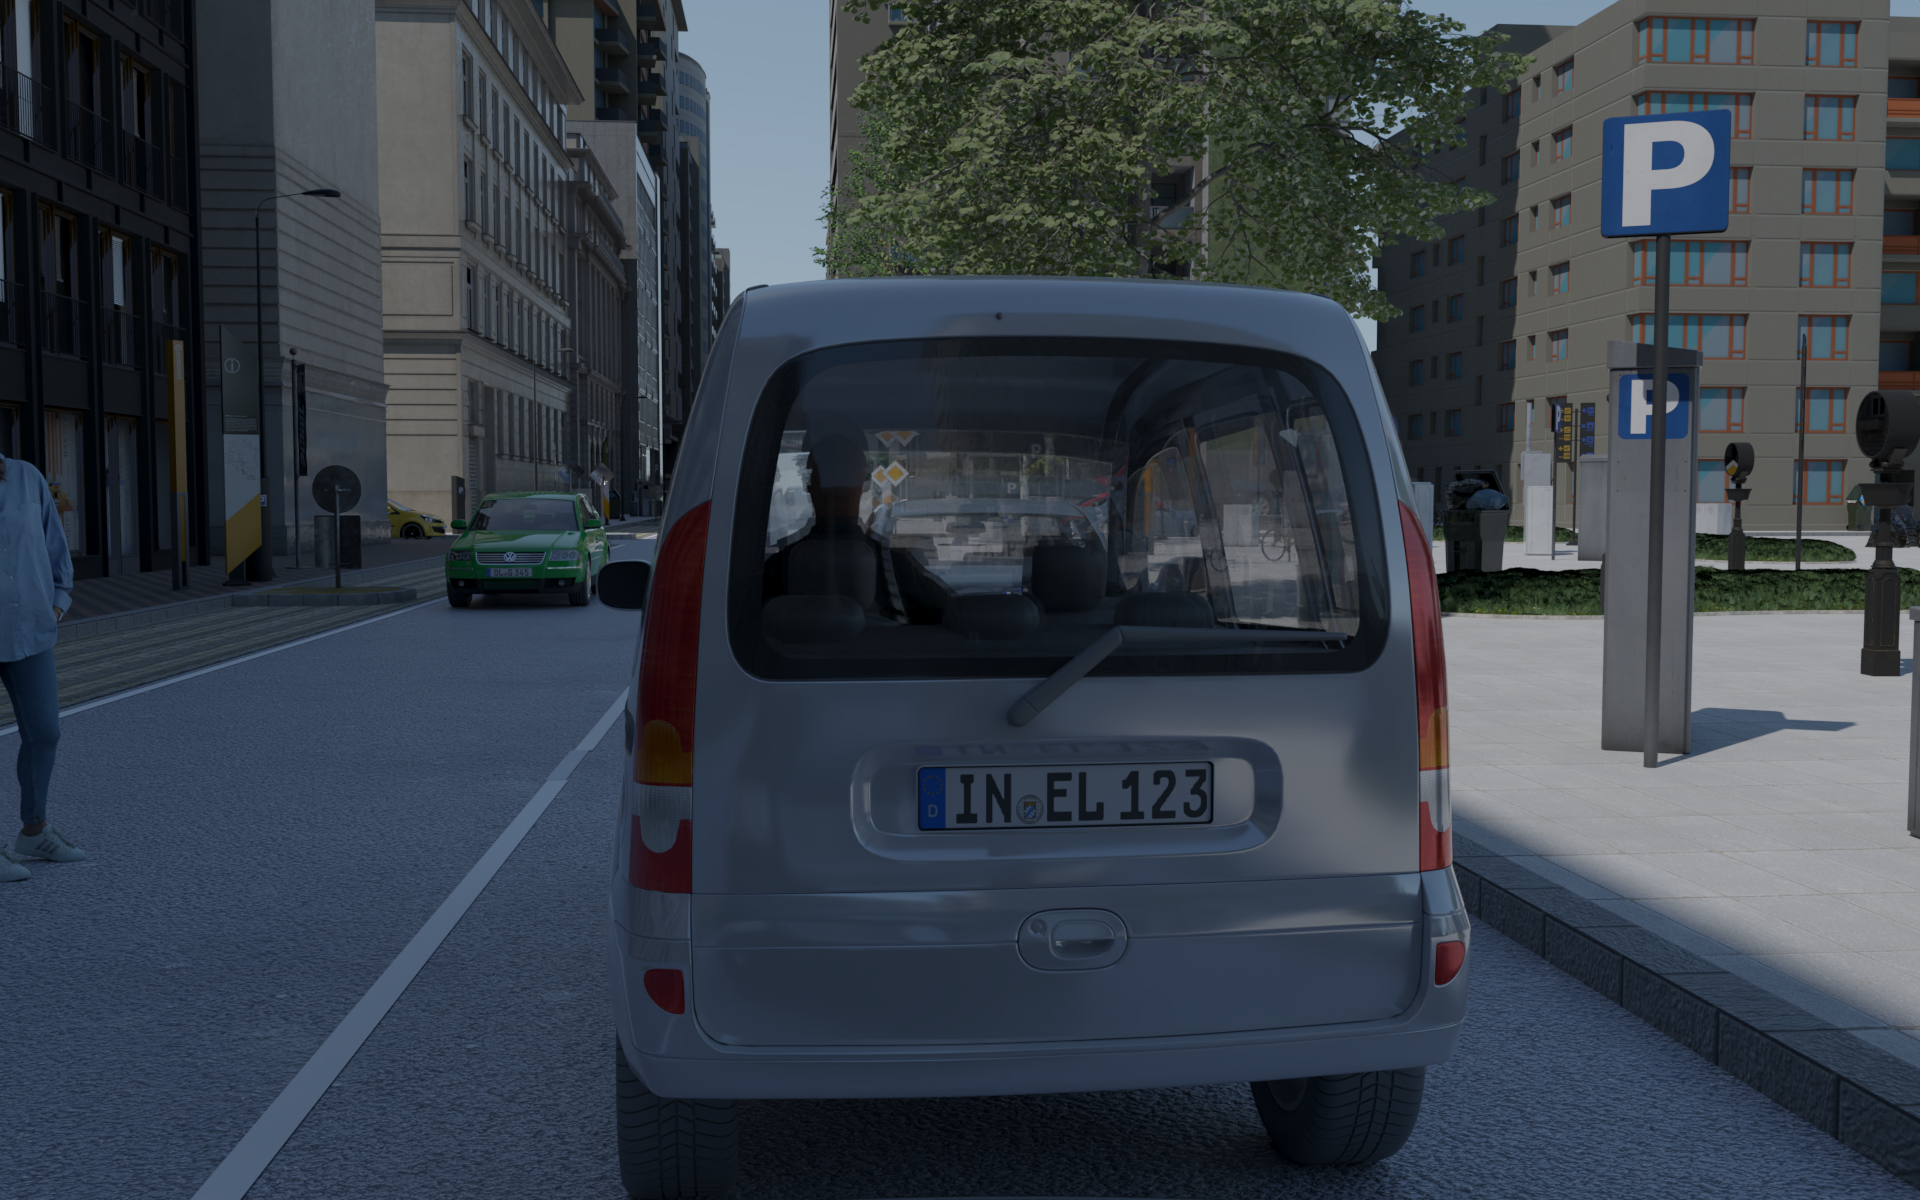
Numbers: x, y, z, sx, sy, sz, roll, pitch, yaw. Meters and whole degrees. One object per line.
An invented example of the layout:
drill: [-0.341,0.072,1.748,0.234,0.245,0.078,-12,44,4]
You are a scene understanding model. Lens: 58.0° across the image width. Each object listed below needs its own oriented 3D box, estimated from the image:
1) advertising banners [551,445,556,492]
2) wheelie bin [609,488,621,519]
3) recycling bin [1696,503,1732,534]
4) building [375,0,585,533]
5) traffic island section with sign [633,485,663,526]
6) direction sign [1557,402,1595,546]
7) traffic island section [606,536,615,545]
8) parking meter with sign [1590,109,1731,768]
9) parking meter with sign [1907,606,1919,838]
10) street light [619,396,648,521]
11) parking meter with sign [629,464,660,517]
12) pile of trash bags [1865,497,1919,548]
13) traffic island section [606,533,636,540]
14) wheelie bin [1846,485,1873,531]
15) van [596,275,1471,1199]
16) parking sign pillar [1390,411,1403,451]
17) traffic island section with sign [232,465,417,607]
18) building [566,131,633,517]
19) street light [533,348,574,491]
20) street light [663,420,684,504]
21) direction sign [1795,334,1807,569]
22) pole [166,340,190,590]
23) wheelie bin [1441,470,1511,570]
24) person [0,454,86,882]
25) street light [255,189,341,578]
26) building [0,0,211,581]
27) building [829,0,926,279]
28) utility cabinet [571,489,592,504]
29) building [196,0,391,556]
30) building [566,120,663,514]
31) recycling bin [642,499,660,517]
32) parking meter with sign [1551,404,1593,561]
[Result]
advertising banners: [-14.241,-3.947,60.728,0.090,3.025,2.074,-1,4,-9]
wheelie bin: [-17.568,-4.897,87.981,0.693,1.594,0.980,-1,4,-9]
recycling bin: [20.319,-2.094,46.793,0.722,1.027,0.722,-2,4,-34]
building: [-25.095,-14.504,70.431,16.112,22.955,30.059,0,4,-6]
traffic island section with sign: [-13.733,-4.271,78.466,1.989,1.847,2.006,0,4,-6]
direction sign: [15.288,-3.122,43.043,0.876,3.537,0.379,2,4,26]
traffic island section: [-10.734,-1.557,47.730,2.009,0.180,2.903,0,4,-6]
parking meter with sign: [3.547,-0.767,8.808,0.543,3.016,1.738,1,4,22]
parking meter with sign: [4.419,-0.611,6.244,1.738,3.016,0.543,0,4,-1]
street light: [-15.477,-6.701,82.100,1.470,5.913,1.316,0,4,-6]
parking meter with sign: [-17.981,-6.269,98.763,1.738,3.016,0.543,-3,5,-39]
pile of trash bags: [23.581,-1.975,42.037,3.447,1.369,1.912,-3,4,-38]
traffic island section: [-11.507,-2.043,55.678,2.009,0.180,2.903,0,4,-6]
wheelie bin: [31.045,-3.172,59.768,0.693,1.594,0.980,0,4,-6]
van: [-0.065,0.124,4.976,2.013,2.044,4.112,0,4,-7]
parking sign pillar: [9.616,-3.168,40.263,1.447,3.967,1.447,-1,4,-19]
traffic island section with sign: [-8.325,-0.875,22.927,1.989,1.847,2.006,0,4,-6]
building: [-26.150,-15.639,97.495,13.314,21.916,24.055,0,4,-6]
street light: [-13.012,-5.063,55.323,1.470,5.913,1.316,0,4,-6]
street light: [-18.039,-8.332,108.761,1.470,5.913,1.316,0,4,-6]
direction sign: [12.098,-2.013,24.913,0.379,3.537,0.876,2,4,27]
pole: [-10.435,-1.790,23.108,0.158,3.312,0.155,0,3,0]
wheelie bin: [6.788,-0.910,22.794,0.693,1.594,0.980,-3,4,-36]
person: [-3.608,0.140,6.472,0.793,1.790,0.793,0,4,3]
street light: [-10.112,-3.297,26.447,1.470,5.913,1.316,0,4,-6]
building: [-18.854,-11.765,22.033,12.332,23.373,15.834,0,4,-6]
building: [1.841,-30.408,120.867,21.300,48.544,21.600,0,4,-6]
utility cabinet: [-15.680,-3.857,71.737,0.318,1.500,1.173,1,4,19]
building: [-23.348,-11.627,39.258,18.267,20.994,9.793,0,4,-6]
building: [-27.431,-18.437,119.468,12.078,24.808,19.932,0,4,-6]
recycling bin: [-17.360,-5.189,97.391,0.722,1.027,0.722,2,4,27]
parking meter with sign: [12.247,-2.257,33.164,1.738,3.016,0.543,2,4,29]
